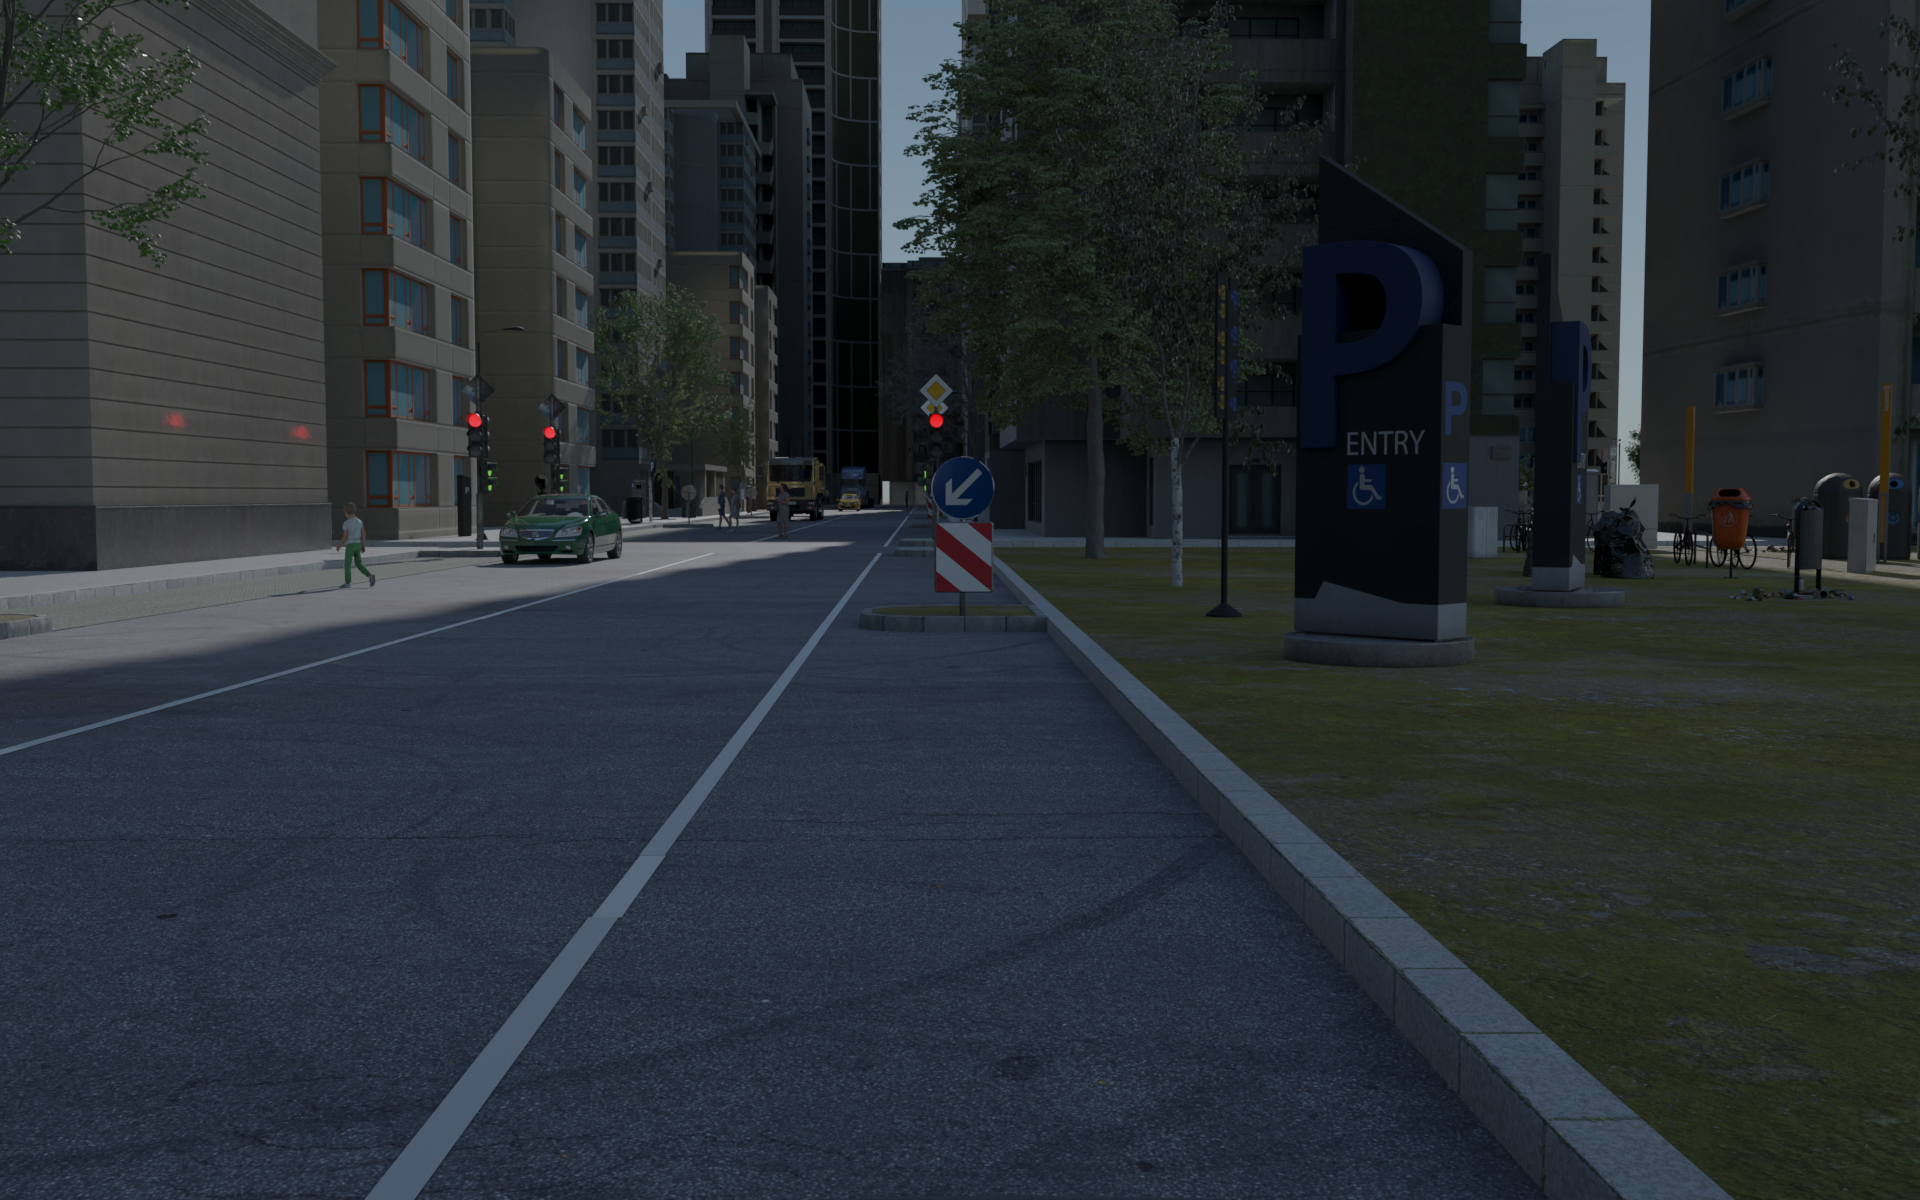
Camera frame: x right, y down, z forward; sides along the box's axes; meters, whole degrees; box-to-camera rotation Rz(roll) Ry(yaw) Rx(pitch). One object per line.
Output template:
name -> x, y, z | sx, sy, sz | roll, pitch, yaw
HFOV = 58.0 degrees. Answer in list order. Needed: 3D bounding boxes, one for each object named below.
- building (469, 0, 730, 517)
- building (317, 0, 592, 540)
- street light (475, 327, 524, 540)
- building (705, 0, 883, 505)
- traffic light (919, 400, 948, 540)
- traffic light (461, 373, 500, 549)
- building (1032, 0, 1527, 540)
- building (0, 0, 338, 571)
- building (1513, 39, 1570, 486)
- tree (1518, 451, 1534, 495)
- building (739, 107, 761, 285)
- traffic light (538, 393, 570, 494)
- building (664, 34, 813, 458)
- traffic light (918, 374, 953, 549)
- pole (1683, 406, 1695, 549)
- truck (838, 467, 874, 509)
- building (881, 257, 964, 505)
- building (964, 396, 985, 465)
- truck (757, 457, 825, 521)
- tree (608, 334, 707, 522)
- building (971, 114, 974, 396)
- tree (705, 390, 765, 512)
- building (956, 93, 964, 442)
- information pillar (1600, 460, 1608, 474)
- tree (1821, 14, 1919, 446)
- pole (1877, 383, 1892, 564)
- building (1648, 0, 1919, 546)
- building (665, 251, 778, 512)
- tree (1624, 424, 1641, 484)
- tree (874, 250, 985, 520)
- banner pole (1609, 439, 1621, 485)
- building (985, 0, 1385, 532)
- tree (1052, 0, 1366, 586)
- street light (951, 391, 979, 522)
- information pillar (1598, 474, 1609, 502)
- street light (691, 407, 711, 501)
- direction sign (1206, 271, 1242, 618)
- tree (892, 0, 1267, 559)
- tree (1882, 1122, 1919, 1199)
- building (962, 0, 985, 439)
building -> -30.867, -25.188, 103.700 | 32.217, 40.220, 23.993 | 0, 4, -1
building -> -29.676, -13.240, 61.514 | 27.650, 21.520, 28.899 | 0, 4, -1
street light -> -12.795, -4.624, 48.149 | 1.470, 5.913, 1.316 | 0, 4, -1
building -> -20.154, -47.510, 215.032 | 20.611, 71.187, 20.563 | 0, 4, -1
traffic light -> -0.735, -3.645, 48.517 | 0.839, 4.253, 0.868 | 0, 4, -1
traffic light -> -11.181, -3.143, 40.304 | 0.839, 4.253, 0.868 | 0, 4, -1
building -> 8.416, -17.256, 53.833 | 14.107, 30.474, 14.160 | 0, 4, -1
building -> -26.593, -14.451, 33.541 | 25.104, 27.353, 12.463 | 0, 4, -1
building -> 60.282, -34.618, 189.704 | 21.600, 48.544, 21.300 | 0, 4, -1
tree -> 22.012, -4.540, 68.826 | 1.663, 3.219, 1.824 | 0, 3, 0
building -> -32.100, -28.843, 163.470 | 32.217, 40.220, 23.993 | 0, 4, -1
traffic light -> -11.343, -3.631, 48.287 | 0.839, 4.253, 0.868 | 0, 4, -1
building -> -27.228, -34.519, 188.083 | 21.600, 48.544, 21.300 | 0, 4, -1
traffic light -> -0.573, -3.157, 40.534 | 0.839, 4.253, 0.868 | 0, 4, -1
pole -> 16.910, -2.833, 40.158 | 0.158, 3.312, 0.155 | 0, 3, 0
truck -> -10.467, -11.481, 177.474 | 2.967, 4.110, 18.799 | 0, 3, 0
building -> -2.747, -27.057, 214.077 | 14.107, 30.474, 14.160 | 0, 4, -1
building -> 11.742, -48.554, 106.533 | 22.319, 86.520, 31.000 | 0, 4, -1
truck -> -8.874, -5.990, 93.856 | 3.469, 3.379, 9.791 | 0, 4, -1
tree -> -14.079, -7.922, 79.889 | 4.360, 8.622, 3.978 | 0, 3, 0
building -> 7.783, -22.203, 134.727 | 14.160, 30.474, 14.107 | 0, 4, -1
tree -> -15.368, -10.387, 120.194 | 4.737, 8.622, 4.395 | 0, 3, 0
building -> 10.765, -34.532, 184.210 | 23.786, 49.044, 30.456 | 0, 4, -1
information pillar -> 44.265, -7.809, 119.025 | 0.504, 3.616, 0.183 | 2, 4, 31
tree -> 10.026, -3.964, 15.175 | 4.360, 8.622, 3.978 | 0, 3, 0
pole -> 17.010, -2.326, 31.865 | 0.158, 3.312, 0.155 | 0, 3, 0
building -> 34.244, -26.367, 54.803 | 21.600, 48.544, 21.300 | 0, 4, -1
building -> -29.595, -17.899, 137.689 | 27.650, 21.520, 28.899 | 0, 4, -1
tree -> 28.498, -5.274, 69.950 | 4.285, 4.588, 4.351 | 0, 3, 0
tree -> 0.893, -10.682, 85.017 | 12.009, 13.543, 11.850 | 0, 3, 0
banner pole -> 29.558, -5.389, 78.128 | 0.863, 3.779, 0.401 | -2, 4, -29
building -> 7.955, -18.201, 69.292 | 14.160, 30.474, 14.107 | 0, 4, -1
tree -> 3.085, -4.483, 23.664 | 4.360, 8.622, 3.978 | 0, 3, 0
street light -> 0.186, -6.478, 78.456 | 1.470, 5.913, 1.316 | 0, 4, -1
information pillar -> 23.125, -3.539, 62.359 | 0.304, 2.012, 0.304 | -1, 4, -10
street light -> -13.737, -7.321, 92.240 | 1.470, 5.913, 1.316 | 0, 4, -1
direction sign -> 2.770, -1.595, 18.069 | 0.379, 3.537, 0.876 | 1, 4, 22
tree -> 2.289, -7.102, 34.245 | 7.486, 12.596, 7.792 | 0, 3, 0
tree -> 2.331, -4.705, 2.690 | 9.928, 11.665, 9.643 | 0, 3, 0
building -> 13.807, -34.599, 154.935 | 28.713, 52.752, 27.495 | 0, 4, -1
